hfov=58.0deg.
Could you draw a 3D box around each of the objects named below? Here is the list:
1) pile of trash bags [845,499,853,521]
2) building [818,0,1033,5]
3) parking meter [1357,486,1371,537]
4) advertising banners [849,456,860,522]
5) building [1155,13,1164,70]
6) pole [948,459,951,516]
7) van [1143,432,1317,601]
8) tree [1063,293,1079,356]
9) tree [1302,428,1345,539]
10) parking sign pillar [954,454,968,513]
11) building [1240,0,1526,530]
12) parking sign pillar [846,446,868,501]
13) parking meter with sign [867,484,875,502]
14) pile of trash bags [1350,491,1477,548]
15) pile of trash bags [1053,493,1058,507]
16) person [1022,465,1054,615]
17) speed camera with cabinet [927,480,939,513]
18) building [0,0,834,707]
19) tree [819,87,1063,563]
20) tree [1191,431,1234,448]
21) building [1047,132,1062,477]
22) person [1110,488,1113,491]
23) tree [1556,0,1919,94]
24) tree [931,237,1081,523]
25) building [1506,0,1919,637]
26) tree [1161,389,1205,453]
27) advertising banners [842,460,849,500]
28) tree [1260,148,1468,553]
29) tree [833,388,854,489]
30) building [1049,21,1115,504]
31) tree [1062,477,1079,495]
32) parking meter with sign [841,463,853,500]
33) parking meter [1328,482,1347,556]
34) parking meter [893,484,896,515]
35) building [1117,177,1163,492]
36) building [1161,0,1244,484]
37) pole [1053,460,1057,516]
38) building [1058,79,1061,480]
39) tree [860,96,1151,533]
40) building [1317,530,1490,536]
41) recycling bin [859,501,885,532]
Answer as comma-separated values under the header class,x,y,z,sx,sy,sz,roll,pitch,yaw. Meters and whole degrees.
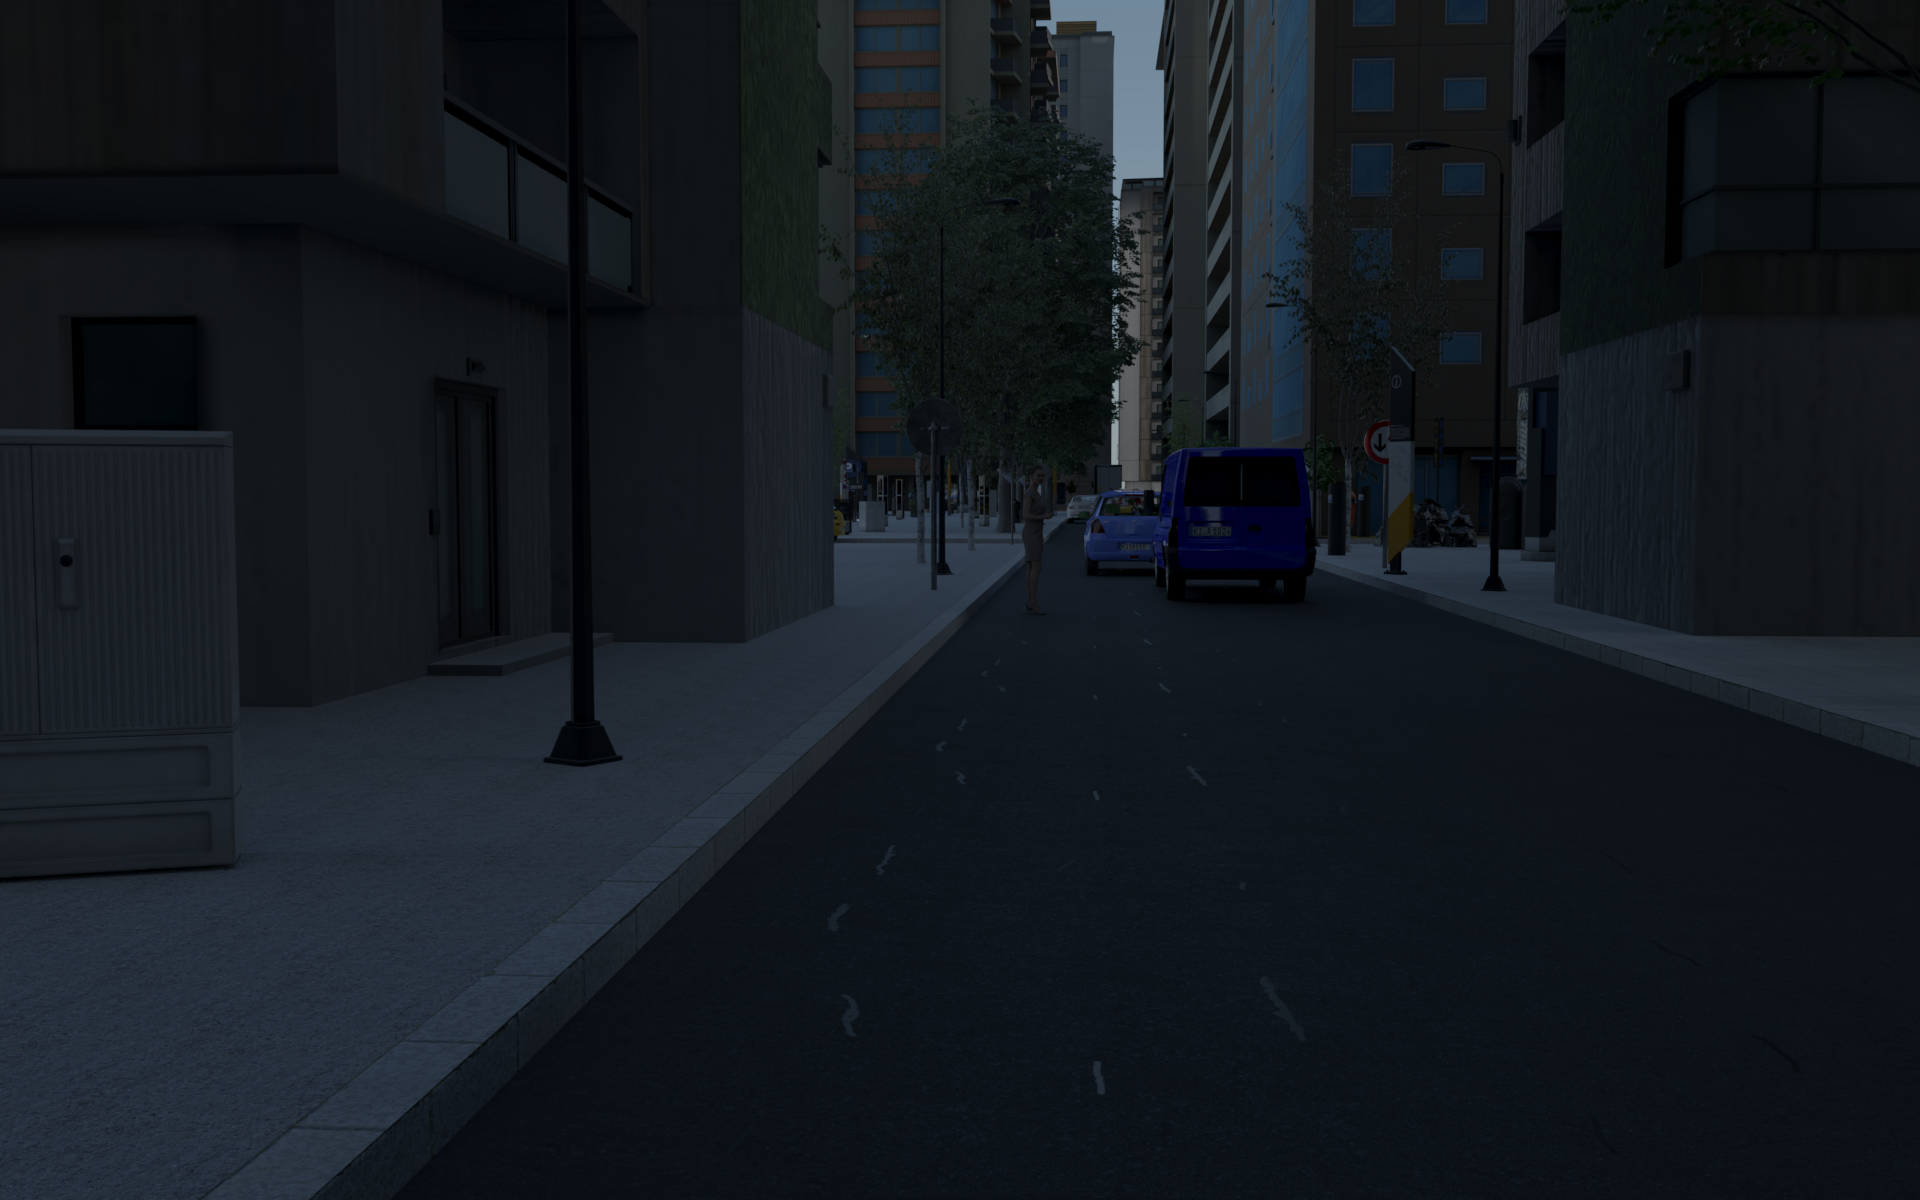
class,x,y,z,sx,sy,sz,roll,pitch,yaw
pile of trash bags,-6.757,-4.463,82.714,1.912,1.369,3.447,3,5,42
building,-3.730,-29.747,140.986,22.147,44.769,28.867,0,4,4
parking meter,12.054,-2.648,51.700,0.372,1.533,0.369,0,3,0
advertising banners,-4.778,-5.078,79.207,0.090,3.025,2.074,0,4,3
building,35.610,-36.422,184.740,28.713,52.752,27.495,0,4,4
pole,-0.627,-6.611,101.926,0.158,3.312,0.155,0,3,0
van,3.835,-1.262,25.016,2.240,2.365,5.245,0,4,4
tree,0.331,-5.412,38.853,4.360,8.622,3.978,0,3,0
tree,10.487,-3.390,50.025,1.663,3.219,1.824,0,3,0
parking sign pillar,0.304,-7.936,118.231,1.447,3.967,1.447,2,4,26
building,19.717,-25.928,74.037,14.600,45.320,14.200,0,4,4
parking sign pillar,-5.845,-6.639,97.021,1.447,3.967,1.447,2,4,27
parking meter with sign,-6.781,-7.998,127.031,0.543,3.016,1.738,2,4,25
pile of trash bags,10.685,-1.978,42.088,3.447,1.369,1.912,-1,4,-9
pile of trash bags,5.071,-6.419,114.699,3.447,1.369,1.912,-3,4,-38
person,0.928,-0.731,20.786,0.374,1.781,0.599,1,4,15
speed camera with cabinet,-1.761,-7.428,115.787,0.660,3.252,2.038,1,4,10
building,-8.977,-20.117,12.505,14.154,41.232,14.086,0,4,4
tree,-0.662,-4.975,31.710,4.360,8.622,3.978,0,3,0
tree,12.914,-6.348,87.503,4.285,4.588,4.351,0,3,0
building,4.331,-31.217,193.996,14.086,41.232,14.154,0,4,4
person,9.204,-5.897,105.191,0.678,1.792,0.850,1,4,18
tree,7.039,-5.162,10.152,9.928,11.665,9.643,0,3,0
tree,2.470,-9.741,77.398,7.486,12.596,7.792,0,3,0
building,14.162,-15.250,21.037,14.160,30.474,14.107,0,4,4
tree,15.798,-10.387,120.185,4.737,8.622,4.395,0,3,0
advertising banners,-5.624,-5.694,89.286,0.090,3.025,2.074,1,4,22
tree,8.736,-5.344,37.735,4.360,8.622,3.978,0,3,0
tree,-8.772,-9.993,113.748,4.737,8.622,4.395,0,3,0
building,5.274,-41.505,220.602,28.212,58.520,21.231,0,4,4
tree,12.585,-12.239,194.710,1.663,3.219,1.824,0,3,0
parking meter with sign,-6.266,-6.038,94.989,0.543,3.016,1.738,0,4,6
parking meter,7.888,-1.701,36.223,0.372,1.533,0.369,0,3,0
parking meter,-3.791,-5.977,103.436,0.399,1.863,0.255,-1,4,-15
building,26.888,-32.619,216.909,14.086,41.232,14.154,0,4,4
building,27.121,-31.367,136.556,21.300,48.544,21.600,0,4,4
pole,5.461,-6.458,99.430,0.158,3.312,0.155,0,3,0
building,-1.353,-31.523,170.022,22.147,44.769,28.867,0,4,4
tree,1.620,-9.192,56.952,9.857,13.997,8.962,0,3,0
building,18.204,-24.920,57.552,14.200,45.320,14.600,0,4,4
recycling bin,-2.994,-2.840,58.984,0.722,1.027,0.722,-1,4,-21
